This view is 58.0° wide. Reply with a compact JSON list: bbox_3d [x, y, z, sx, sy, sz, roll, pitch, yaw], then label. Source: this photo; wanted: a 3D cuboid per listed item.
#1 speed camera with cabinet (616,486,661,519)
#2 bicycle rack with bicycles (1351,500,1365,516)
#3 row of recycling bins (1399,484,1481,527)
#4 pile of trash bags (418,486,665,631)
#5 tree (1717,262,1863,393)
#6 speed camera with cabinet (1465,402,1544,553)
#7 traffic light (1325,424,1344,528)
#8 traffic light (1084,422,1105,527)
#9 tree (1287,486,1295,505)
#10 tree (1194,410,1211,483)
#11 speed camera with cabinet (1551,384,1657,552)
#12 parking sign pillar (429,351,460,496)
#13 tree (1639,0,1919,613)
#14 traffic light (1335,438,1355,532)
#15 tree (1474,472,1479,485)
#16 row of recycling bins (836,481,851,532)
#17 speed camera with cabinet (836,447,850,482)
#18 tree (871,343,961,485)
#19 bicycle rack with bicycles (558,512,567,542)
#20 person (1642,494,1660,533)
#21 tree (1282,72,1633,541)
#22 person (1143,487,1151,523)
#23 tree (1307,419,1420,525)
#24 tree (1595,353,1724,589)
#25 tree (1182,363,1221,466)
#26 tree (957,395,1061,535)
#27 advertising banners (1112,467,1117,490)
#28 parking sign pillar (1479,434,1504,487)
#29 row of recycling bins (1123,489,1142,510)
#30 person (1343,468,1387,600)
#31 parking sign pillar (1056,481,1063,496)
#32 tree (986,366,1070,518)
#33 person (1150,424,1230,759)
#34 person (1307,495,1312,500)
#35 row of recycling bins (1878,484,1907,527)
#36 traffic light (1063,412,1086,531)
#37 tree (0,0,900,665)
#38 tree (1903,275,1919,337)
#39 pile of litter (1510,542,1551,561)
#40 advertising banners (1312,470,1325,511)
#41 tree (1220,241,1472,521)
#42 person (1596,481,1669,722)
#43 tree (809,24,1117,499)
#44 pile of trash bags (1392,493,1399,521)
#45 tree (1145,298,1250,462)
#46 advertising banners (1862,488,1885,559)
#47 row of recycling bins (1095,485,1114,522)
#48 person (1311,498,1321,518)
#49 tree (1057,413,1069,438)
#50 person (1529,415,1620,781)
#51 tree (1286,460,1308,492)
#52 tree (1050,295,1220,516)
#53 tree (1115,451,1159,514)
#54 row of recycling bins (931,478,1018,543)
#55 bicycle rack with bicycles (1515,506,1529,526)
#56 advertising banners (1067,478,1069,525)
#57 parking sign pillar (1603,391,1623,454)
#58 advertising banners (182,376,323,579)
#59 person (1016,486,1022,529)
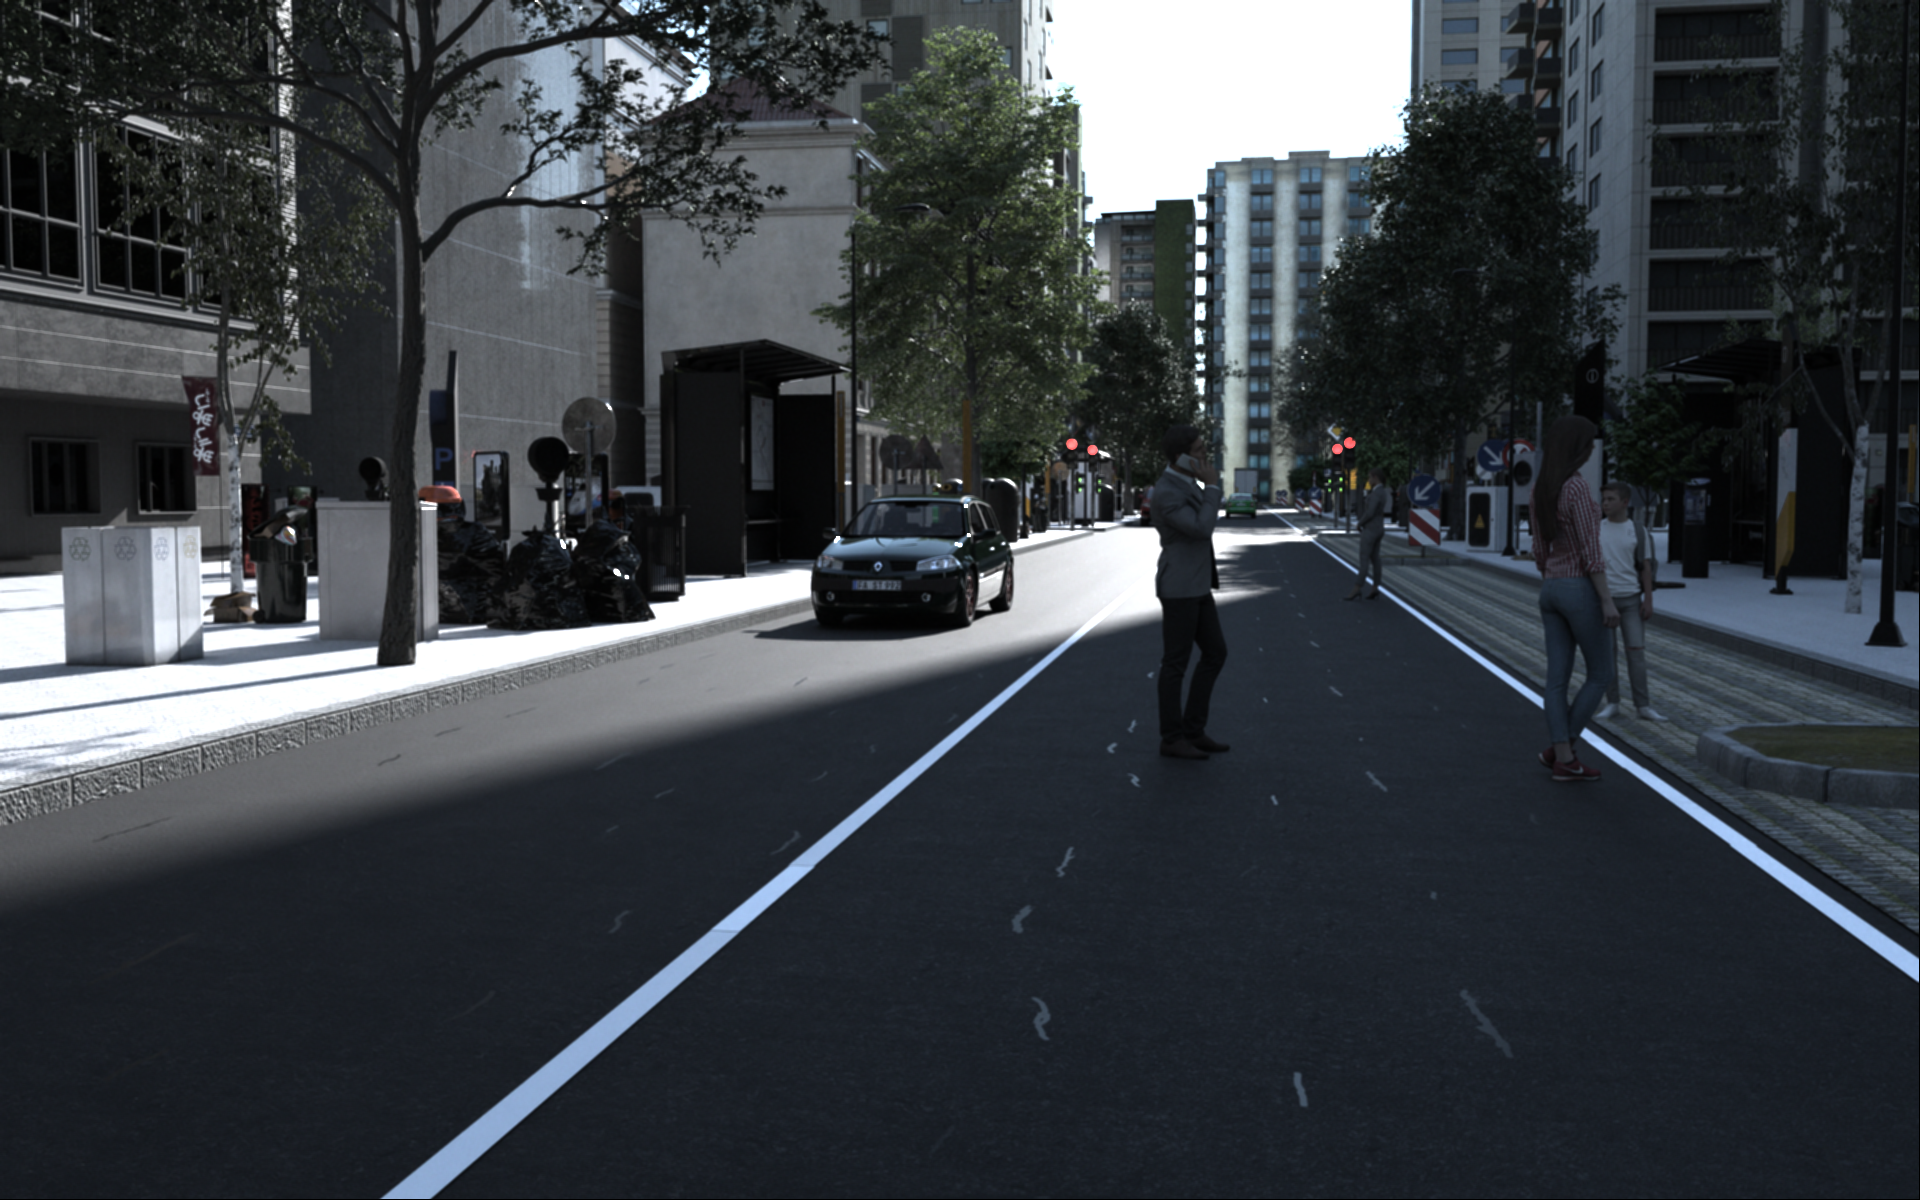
[{"bbox_3d":[-6.388,-2.631,37.357,2.038,3.252,0.660,-1,4,-13],"label":"speed camera with cabinet"},{"bbox_3d":[23.566,-5.285,99.795,2.852,0.926,2.925,-3,5,-44],"label":"bicycle rack with bicycles"},{"bbox_3d":[18.780,-3.704,67.674,3.534,1.692,1.069,-1,4,-15],"label":"row of recycling bins"},{"bbox_3d":[-4.712,-0.498,17.891,3.447,1.369,1.912,3,5,44],"label":"pile of trash bags"},{"bbox_3d":[25.542,-6.286,53.142,4.737,8.622,4.395,0,3,0],"label":"tree"},{"bbox_3d":[11.938,-2.653,37.708,0.660,3.252,2.038,-2,4,-26],"label":"speed camera with cabinet"},{"bbox_3d":[14.271,-4.696,65.700,0.839,4.253,0.868,1,4,9],"label":"traffic light"},{"bbox_3d":[5.181,-4.787,67.184,0.839,4.253,0.868,1,4,9],"label":"traffic light"},{"bbox_3d":[41.144,-13.345,212.785,1.663,3.219,1.824,0,3,0],"label":"tree"},{"bbox_3d":[23.438,-16.367,185.728,7.486,12.596,7.792,0,3,0],"label":"tree"},{"bbox_3d":[11.454,-2.226,30.727,2.038,3.252,0.660,-2,4,-27],"label":"speed camera with cabinet"},{"bbox_3d":[-9.495,-2.661,31.976,1.447,3.967,1.447,-1,4,-13],"label":"parking sign pillar"},{"bbox_3d":[9.659,-4.177,18.654,4.360,8.622,3.978,0,3,0],"label":"tree"},{"bbox_3d":[12.966,-4.214,57.822,0.839,4.253,0.868,1,4,9],"label":"traffic light"},{"bbox_3d":[35.313,-7.505,117.311,1.663,3.219,1.824,0,3,0],"label":"tree"},{"bbox_3d":[-3.728,-2.869,54.014,1.069,1.692,3.534,0,4,1],"label":"row of recycling bins"},{"bbox_3d":[-4.812,-4.754,72.069,0.660,3.252,2.038,-1,4,-12],"label":"speed camera with cabinet"},{"bbox_3d":[-1.953,-7.726,76.684,4.737,8.622,4.395,0,3,0],"label":"tree"},{"bbox_3d":[-9.000,-1.761,42.175,2.852,0.926,2.925,-1,4,-17],"label":"bicycle rack with bicycles"},{"bbox_3d":[23.636,-3.101,59.395,0.606,1.804,0.583,1,4,11],"label":"person"},{"bbox_3d":[13.703,-7.982,47.507,9.611,12.733,9.660,0,3,0],"label":"tree"},{"bbox_3d":[9.326,-4.730,86.005,0.590,1.801,0.661,0,4,-2],"label":"person"},{"bbox_3d":[17.523,-5.374,71.587,4.285,4.588,4.351,0,3,0],"label":"tree"},{"bbox_3d":[9.634,-1.791,23.890,1.663,3.219,1.824,0,3,0],"label":"tree"},{"bbox_3d":[15.872,-13.978,138.908,12.009,13.543,11.850,0,3,0],"label":"tree"},{"bbox_3d":[1.517,-4.337,54.626,4.285,4.588,4.351,0,3,0],"label":"tree"},{"bbox_3d":[8.918,-6.919,109.314,2.074,3.025,0.090,1,4,16],"label":"advertising banners"},{"bbox_3d":[22.877,-5.266,74.572,1.447,3.967,1.447,-3,5,-41],"label":"parking sign pillar"},{"bbox_3d":[14.614,-7.953,137.136,3.534,1.692,1.069,1,4,22],"label":"row of recycling bins"},{"bbox_3d":[5.506,-0.903,23.536,0.573,1.790,0.520,1,4,10],"label":"person"},{"bbox_3d":[6.888,-7.583,112.451,1.447,3.967,1.447,3,4,39],"label":"parking sign pillar"},{"bbox_3d":[3.514,-8.687,92.389,4.737,8.622,4.395,0,3,0],"label":"tree"},{"bbox_3d":[1.265,-0.047,9.448,0.473,1.802,0.592,2,4,31],"label":"person"},{"bbox_3d":[44.530,-12.943,220.651,0.750,1.759,0.617,1,4,12],"label":"person"},{"bbox_3d":[36.046,-3.769,68.737,3.534,1.692,1.069,2,4,32],"label":"row of recycling bins"},{"bbox_3d":[3.875,-4.305,59.306,0.839,4.253,0.868,1,4,9],"label":"traffic light"},{"bbox_3d":[-3.910,-4.795,12.810,7.601,10.594,8.767,-1,4,-17],"label":"tree"},{"bbox_3d":[19.232,-4.913,30.689,4.737,8.622,4.395,0,3,0],"label":"tree"},{"bbox_3d":[11.418,-1.180,33.260,1.176,0.858,1.719,-2,4,-26],"label":"pile of litter"},{"bbox_3d":[26.186,-7.925,125.768,0.090,3.025,2.074,-2,4,-25],"label":"advertising banners"},{"bbox_3d":[19.301,-10.529,82.513,12.009,13.543,11.850,0,3,0],"label":"tree"},{"bbox_3d":[4.210,0.007,10.982,0.503,1.515,0.523,0,4,-8],"label":"person"},{"bbox_3d":[0.102,-7.638,43.012,7.486,12.596,7.792,0,3,0],"label":"tree"},{"bbox_3d":[21.602,-4.479,82.979,1.912,1.369,3.447,-1,4,-12],"label":"pile of trash bags"},{"bbox_3d":[21.501,-19.018,166.836,12.611,20.169,13.585,0,3,0],"label":"tree"},{"bbox_3d":[17.588,-2.360,34.774,0.090,3.025,2.074,-2,4,-34],"label":"advertising banners"},{"bbox_3d":[6.486,-4.564,81.732,1.069,1.692,3.534,-1,4,-11],"label":"row of recycling bins"},{"bbox_3d":[19.367,-5.266,94.376,0.755,1.850,0.659,3,4,36],"label":"person"},{"bbox_3d":[9.480,-11.080,131.514,4.360,8.622,3.978,0,3,0],"label":"tree"},{"bbox_3d":[3.077,-0.008,8.646,0.388,1.821,0.555,-2,4,-25],"label":"person"},{"bbox_3d":[27.453,-9.055,131.770,4.285,4.588,4.351,0,3,0],"label":"tree"},{"bbox_3d":[9.657,-11.207,100.244,9.611,12.733,9.660,0,3,0],"label":"tree"},{"bbox_3d":[11.669,-7.871,112.412,4.285,4.588,4.351,0,3,0],"label":"tree"},{"bbox_3d":[0.490,-2.434,46.916,1.069,1.692,3.534,-2,4,-28],"label":"row of recycling bins"},{"bbox_3d":[22.330,-3.533,71.143,2.925,0.926,2.852,-1,4,-11],"label":"bicycle rack with bicycles"},{"bbox_3d":[4.445,-4.596,71.338,0.090,3.025,2.074,0,4,5],"label":"advertising banners"},{"bbox_3d":[14.909,-3.173,40.344,1.447,3.967,1.447,-1,4,-9],"label":"parking sign pillar"},{"bbox_3d":[-10.730,-1.845,26.355,2.074,3.025,0.090,-3,5,-42],"label":"advertising banners"},{"bbox_3d":[2.103,-3.410,64.795,0.519,1.759,0.362,3,5,42],"label":"person"}]
